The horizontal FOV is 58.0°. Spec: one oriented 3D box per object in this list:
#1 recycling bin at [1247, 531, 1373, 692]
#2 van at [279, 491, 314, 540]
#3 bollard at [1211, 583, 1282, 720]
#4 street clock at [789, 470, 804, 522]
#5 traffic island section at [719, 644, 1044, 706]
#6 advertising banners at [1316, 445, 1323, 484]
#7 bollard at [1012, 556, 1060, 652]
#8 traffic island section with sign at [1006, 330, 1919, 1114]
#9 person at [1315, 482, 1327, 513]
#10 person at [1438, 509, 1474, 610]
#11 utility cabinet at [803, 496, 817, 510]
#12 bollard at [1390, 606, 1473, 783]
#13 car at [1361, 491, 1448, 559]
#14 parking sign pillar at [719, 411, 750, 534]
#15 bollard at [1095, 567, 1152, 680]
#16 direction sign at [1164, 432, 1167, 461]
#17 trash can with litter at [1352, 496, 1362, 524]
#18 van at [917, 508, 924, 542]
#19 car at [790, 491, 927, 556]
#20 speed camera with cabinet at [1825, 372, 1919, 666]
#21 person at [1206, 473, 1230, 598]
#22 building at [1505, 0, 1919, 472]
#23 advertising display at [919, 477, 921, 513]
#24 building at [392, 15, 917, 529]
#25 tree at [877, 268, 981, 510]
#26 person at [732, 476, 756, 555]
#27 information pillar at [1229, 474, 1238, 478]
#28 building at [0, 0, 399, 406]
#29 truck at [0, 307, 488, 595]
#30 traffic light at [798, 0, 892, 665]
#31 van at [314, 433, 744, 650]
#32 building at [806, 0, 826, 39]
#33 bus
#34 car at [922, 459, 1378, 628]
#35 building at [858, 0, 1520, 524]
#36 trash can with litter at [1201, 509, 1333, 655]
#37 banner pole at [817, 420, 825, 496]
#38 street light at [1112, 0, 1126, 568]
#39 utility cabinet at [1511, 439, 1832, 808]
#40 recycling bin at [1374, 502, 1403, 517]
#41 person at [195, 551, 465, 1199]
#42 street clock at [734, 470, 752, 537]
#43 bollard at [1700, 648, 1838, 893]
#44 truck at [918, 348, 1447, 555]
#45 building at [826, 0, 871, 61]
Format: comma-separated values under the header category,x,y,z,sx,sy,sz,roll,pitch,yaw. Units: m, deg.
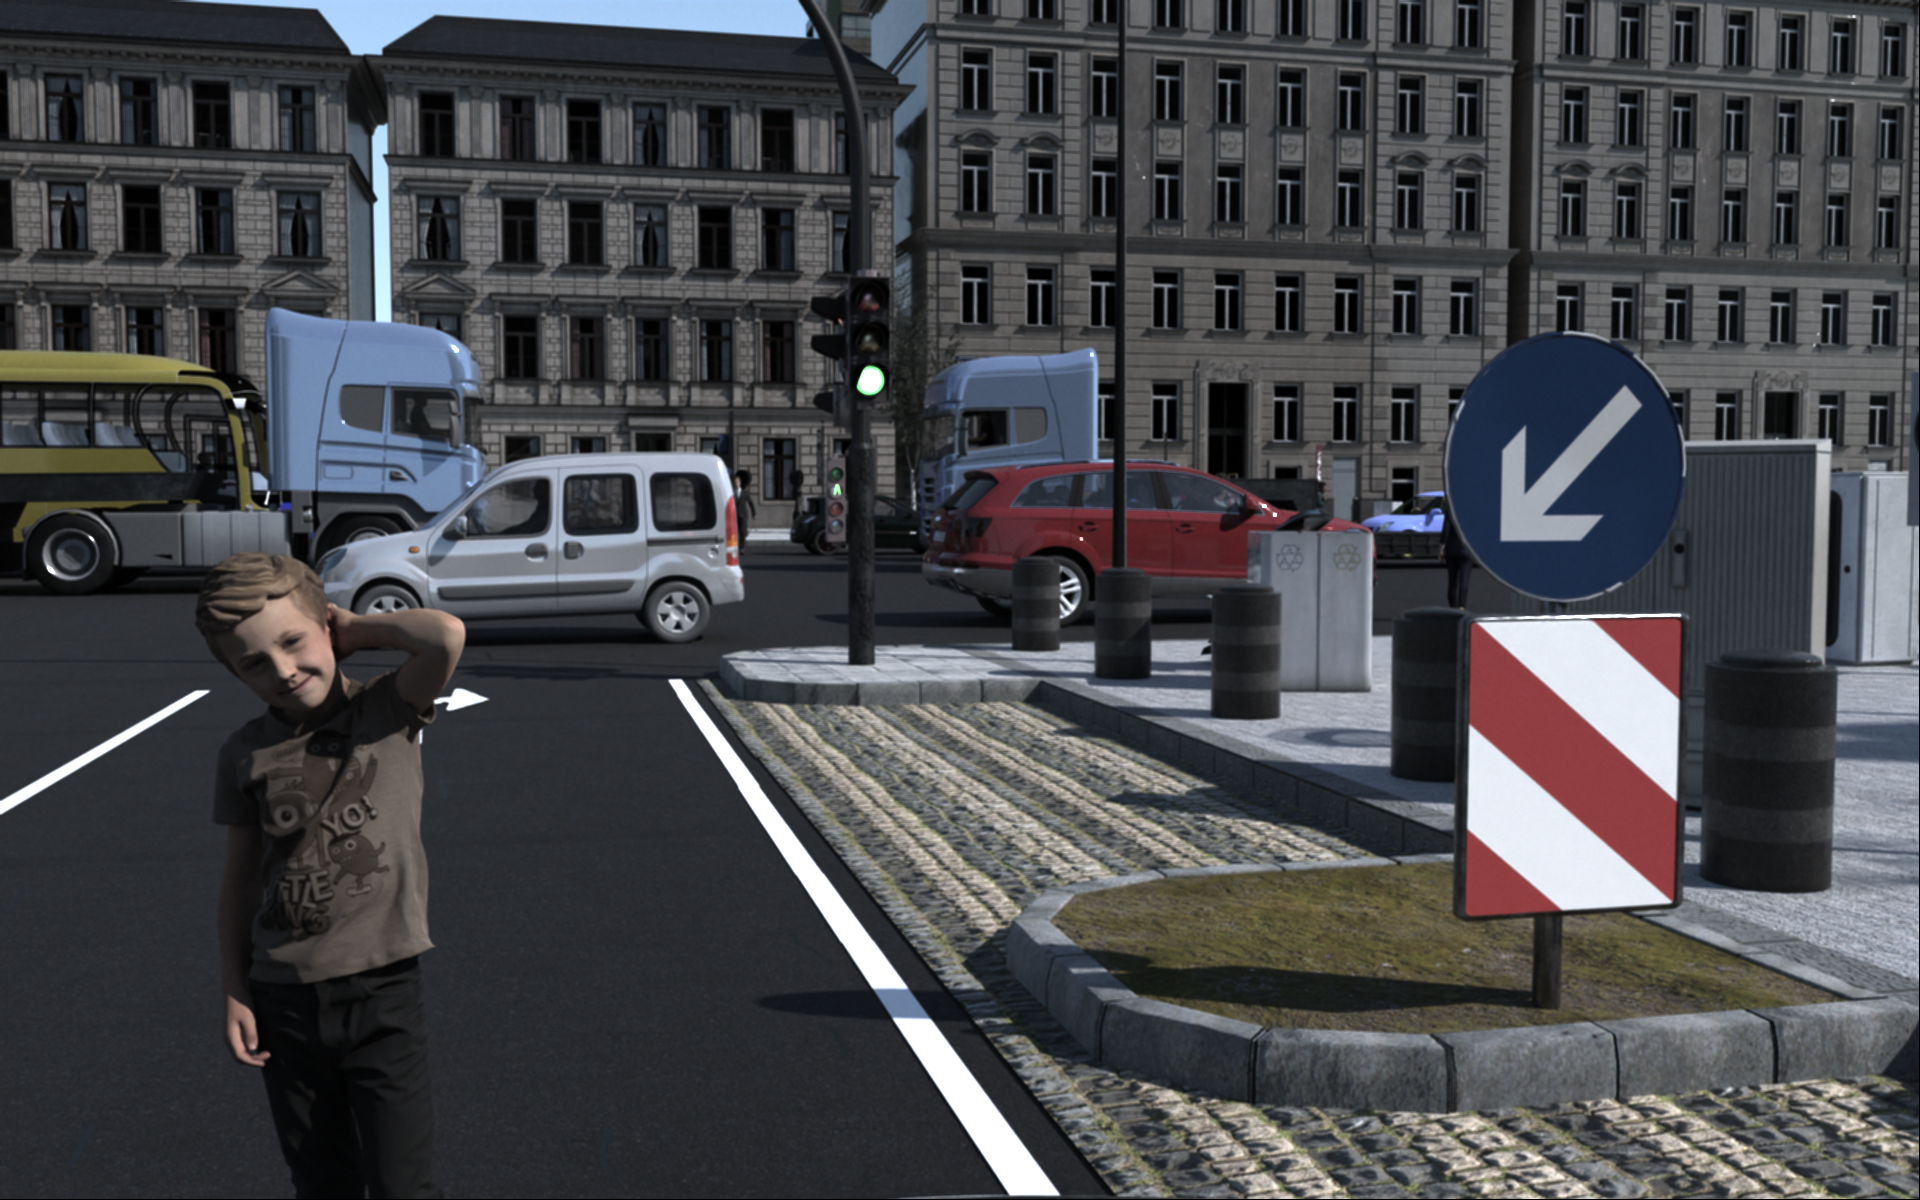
category,x,y,z,sx,sy,sz,roll,pitch,yaw
recycling bin,2.318,0.062,11.537,0.722,1.027,0.722,0,4,1
van,-13.041,-1.889,35.266,2.240,2.365,5.245,-1,4,-13
bollard,1.652,0.288,10.004,0.404,0.777,0.398,0,3,0
street clock,-4.949,-2.930,52.480,0.358,2.002,0.471,2,4,27
traffic island section,-0.731,0.562,13.088,2.009,0.180,2.903,-1,4,-13
advertising banners,12.308,-3.960,60.939,0.090,3.025,2.074,3,4,37
bollard,0.627,0.027,14.278,0.404,0.777,0.398,0,3,0
traffic island section with sign,1.204,0.224,4.967,1.989,1.847,2.006,-1,4,-13
person,10.114,-2.446,48.835,0.721,1.781,0.623,-1,4,-12
person,5.594,-0.507,19.328,0.480,1.512,0.613,0,4,-5
utility cabinet,-5.028,-3.056,61.119,1.020,1.237,0.306,-1,4,-9
bollard,2.166,0.419,7.872,0.404,0.777,0.398,0,3,0
car,10.716,-1.796,38.957,3.694,1.707,1.945,-1,4,-13
parking sign pillar,-7.486,-4.111,55.688,1.447,3.967,1.447,0,4,-7
bollard,1.144,0.157,12.147,0.404,0.777,0.398,0,3,0
direction sign,7.604,-4.407,64.057,0.379,3.537,0.876,1,4,11
trash can with litter,14.147,-3.085,61.505,1.678,1.210,2.233,-1,4,-11
van,1.788,-2.050,37.899,5.245,2.365,2.240,-1,4,-15
car,-1.941,-1.927,41.297,4.222,1.686,2.009,-1,4,-14
speed camera with cabinet,6.930,-1.128,12.773,0.660,3.252,2.038,-1,4,-15
person,3.565,-0.875,23.641,0.563,1.720,0.643,1,4,17
building,33.708,-17.215,78.730,25.104,27.353,12.463,-1,4,-13
advertising display,-0.905,-3.300,59.167,0.974,1.923,0.123,-1,4,-18
building,-12.196,-12.369,66.862,19.286,19.102,10.561,-1,4,-13
tree,-1.469,-6.471,56.157,4.360,8.622,3.978,0,3,0
person,-5.207,-1.995,40.888,0.659,1.850,0.755,0,4,6
information pillar,9.867,-3.555,62.623,0.304,2.012,0.304,1,4,13
building,-30.997,-12.106,62.567,19.286,19.102,10.561,-1,4,-13
truck,-15.738,-2.132,24.610,18.799,4.110,2.967,-1,4,-13
traffic light,-2.787,-2.304,12.340,4.771,5.953,1.251,-1,4,-13
van,-4.206,-0.607,16.935,4.112,2.044,2.013,-1,4,-15
building,-4.449,-50.834,143.802,22.319,86.520,31.000,-1,4,-13
bus,-18.026,-2.339,29.786,12.252,3.916,2.896,-1,4,-13
car,2.220,-0.681,19.805,5.304,1.827,2.281,-1,4,-14
building,9.217,-16.848,72.735,25.104,27.353,12.463,-1,4,-13
trash can with litter,2.240,-0.083,12.745,0.624,1.170,1.055,-3,5,-43
banner pole,-4.712,-4.200,58.685,0.401,3.779,0.863,-2,4,-23
street light,0.681,-2.468,12.887,1.470,5.913,1.316,-1,4,-13
utility cabinet,2.900,0.093,7.151,1.173,1.500,0.318,3,4,37
recycling bin,14.412,-2.798,58.307,0.722,1.027,0.722,3,5,44
person,-0.908,0.601,2.587,0.435,1.345,0.340,-1,4,-9
street clock,-6.498,-2.896,51.918,0.471,2.002,0.358,1,4,17
bollard,2.676,0.549,5.736,0.404,0.777,0.398,0,3,0
truck,7.880,-2.709,34.044,18.799,4.110,2.967,-1,4,-12
building,-2.533,-26.832,122.298,14.154,41.232,14.086,-1,4,-13
